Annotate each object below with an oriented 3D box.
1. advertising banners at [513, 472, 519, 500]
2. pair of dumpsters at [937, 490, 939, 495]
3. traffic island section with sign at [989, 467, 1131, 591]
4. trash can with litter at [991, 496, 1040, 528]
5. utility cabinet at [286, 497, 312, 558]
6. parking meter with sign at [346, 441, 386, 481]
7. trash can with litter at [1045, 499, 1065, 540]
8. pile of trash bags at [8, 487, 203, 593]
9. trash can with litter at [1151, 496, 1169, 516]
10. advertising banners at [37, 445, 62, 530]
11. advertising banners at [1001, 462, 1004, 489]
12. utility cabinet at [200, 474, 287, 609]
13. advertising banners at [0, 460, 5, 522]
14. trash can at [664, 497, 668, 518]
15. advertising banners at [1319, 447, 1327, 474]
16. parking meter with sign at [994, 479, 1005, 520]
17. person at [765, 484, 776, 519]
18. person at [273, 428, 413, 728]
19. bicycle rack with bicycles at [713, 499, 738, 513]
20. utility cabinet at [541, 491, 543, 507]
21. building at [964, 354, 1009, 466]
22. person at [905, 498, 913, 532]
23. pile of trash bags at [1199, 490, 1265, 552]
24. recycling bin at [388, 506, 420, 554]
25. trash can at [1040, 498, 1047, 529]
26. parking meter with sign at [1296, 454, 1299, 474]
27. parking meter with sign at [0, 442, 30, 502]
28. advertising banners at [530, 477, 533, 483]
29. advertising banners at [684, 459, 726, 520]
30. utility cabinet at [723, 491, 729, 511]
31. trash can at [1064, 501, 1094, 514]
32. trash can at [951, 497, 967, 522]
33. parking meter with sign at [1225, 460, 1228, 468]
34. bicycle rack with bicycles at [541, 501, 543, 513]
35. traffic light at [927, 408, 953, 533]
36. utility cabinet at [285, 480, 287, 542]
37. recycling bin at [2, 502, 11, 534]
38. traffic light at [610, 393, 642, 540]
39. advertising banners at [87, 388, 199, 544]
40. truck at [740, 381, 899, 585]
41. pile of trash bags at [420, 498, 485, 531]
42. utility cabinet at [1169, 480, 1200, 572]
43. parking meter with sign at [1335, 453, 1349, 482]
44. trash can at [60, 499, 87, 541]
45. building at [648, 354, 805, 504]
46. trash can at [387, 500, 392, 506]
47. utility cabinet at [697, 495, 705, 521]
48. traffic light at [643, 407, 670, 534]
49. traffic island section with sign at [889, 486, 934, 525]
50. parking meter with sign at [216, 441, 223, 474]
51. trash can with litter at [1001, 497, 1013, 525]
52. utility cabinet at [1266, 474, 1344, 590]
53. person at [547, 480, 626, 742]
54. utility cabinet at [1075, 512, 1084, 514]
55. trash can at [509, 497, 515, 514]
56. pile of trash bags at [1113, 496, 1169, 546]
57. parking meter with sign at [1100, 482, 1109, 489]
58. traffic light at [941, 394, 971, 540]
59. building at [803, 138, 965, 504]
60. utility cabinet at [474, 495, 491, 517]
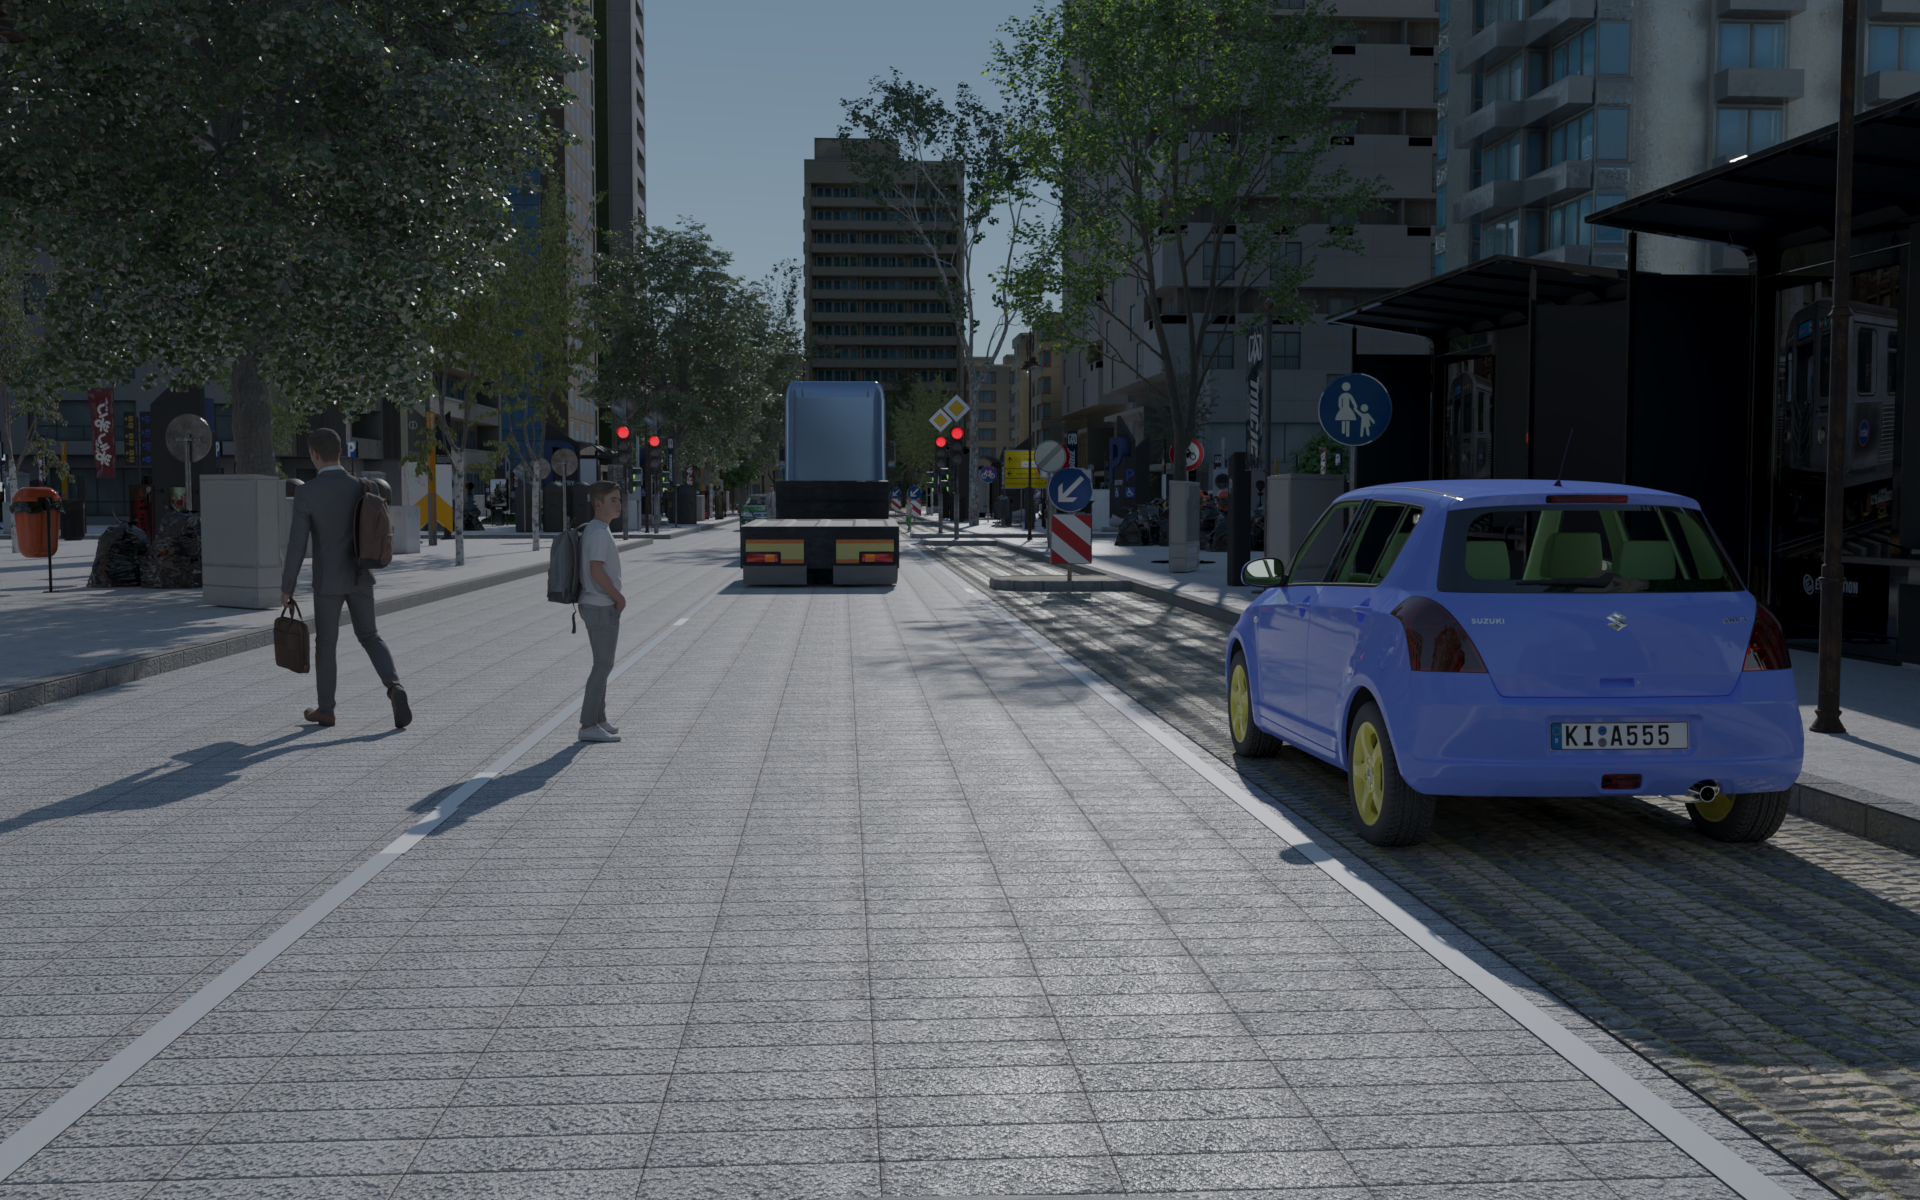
[{"bbox_3d":[-32.398,-7.793,123.605,2.074,3.025,0.090,0,4,3],"label":"advertising banners"},{"bbox_3d":[-0.501,-6.455,108.037,1.574,2.255,4.437,0,4,-4],"label":"pair of dumpsters"},{"bbox_3d":[1.471,-1.080,26.292,1.989,1.847,2.006,0,4,-4],"label":"traffic island section with sign"},{"bbox_3d":[2.095,-3.436,67.228,2.233,1.210,1.678,-1,4,-13],"label":"trash can with litter"},{"bbox_3d":[-13.493,-1.437,34.658,1.020,1.237,0.306,-2,4,-24],"label":"utility cabinet"},{"bbox_3d":[-19.608,-3.778,58.036,0.543,3.016,1.738,3,4,37],"label":"parking meter with sign"},{"bbox_3d":[2.742,-2.198,47.317,0.624,1.170,1.055,-2,4,-23],"label":"trash can with litter"},{"bbox_3d":[-11.281,-0.861,23.823,1.912,1.369,3.447,2,4,32],"label":"pile of trash bags"},{"bbox_3d":[5.238,-2.241,48.022,0.624,1.170,1.055,-3,4,-38],"label":"trash can with litter"},{"bbox_3d":[-32.319,-3.992,61.462,0.090,3.025,2.074,0,4,-8],"label":"advertising banners"},{"bbox_3d":[2.927,-6.057,95.213,2.074,3.025,0.090,-3,5,-44],"label":"advertising banners"},{"bbox_3d":[-8.099,-0.663,19.522,1.173,1.500,0.318,3,4,38],"label":"utility cabinet"},{"bbox_3d":[-49.079,-5.726,89.808,0.090,3.025,2.074,0,4,5],"label":"advertising banners"},{"bbox_3d":[-15.548,-4.979,93.065,0.748,1.137,0.748,0,3,0],"label":"trash can"},{"bbox_3d":[13.966,-4.198,64.817,0.090,3.025,2.074,3,5,44],"label":"advertising banners"},{"bbox_3d":[2.551,-5.514,86.417,1.738,3.016,0.543,1,4,19],"label":"parking meter with sign"},{"bbox_3d":[-7.066,-3.455,65.267,0.678,1.792,0.850,1,4,12],"label":"person"},{"bbox_3d":[-3.776,-0.129,10.571,0.822,1.834,0.622,3,4,38],"label":"person"},{"bbox_3d":[-16.099,-6.527,120.091,2.852,0.926,2.925,1,4,16],"label":"bicycle rack with bicycles"},{"bbox_3d":[-27.525,-6.385,113.079,1.173,1.500,0.318,1,4,13],"label":"utility cabinet"},{"bbox_3d":[14.308,-24.464,245.027,28.899,21.520,27.650,0,4,-4],"label":"building"},{"bbox_3d":[-1.898,-3.177,64.699,0.306,1.304,0.590,1,4,17],"label":"person"},{"bbox_3d":[6.322,-1.845,39.925,1.912,1.369,3.447,0,4,-2],"label":"pile of trash bags"},{"bbox_3d":[-12.130,-1.517,37.359,0.722,1.027,0.722,0,4,8],"label":"recycling bin"},{"bbox_3d":[3.314,-3.201,63.988,0.748,1.137,0.748,0,3,0],"label":"trash can"},{"bbox_3d":[15.657,-4.885,76.133,1.738,3.016,0.543,1,4,15],"label":"parking meter with sign"},{"bbox_3d":[-31.901,-3.817,58.662,0.543,3.016,1.738,1,4,19],"label":"parking meter with sign"},{"bbox_3d":[-30.018,-7.850,124.531,0.090,3.025,2.074,3,4,36],"label":"advertising banners"},{"bbox_3d":[-12.840,-5.562,87.122,2.074,3.025,0.090,0,4,1],"label":"advertising banners"},{"bbox_3d":[-17.336,-7.322,128.391,0.318,1.500,1.173,0,4,-2],"label":"utility cabinet"},{"bbox_3d":[2.628,-1.642,38.498,0.748,1.137,0.748,0,3,0],"label":"trash can"},{"bbox_3d":[-0.066,-4.678,88.146,0.748,1.137,0.748,0,3,0],"label":"trash can"},{"bbox_3d":[13.597,-5.670,88.963,0.543,3.016,1.738,-1,4,-12],"label":"parking meter with sign"},{"bbox_3d":[-23.764,-5.311,100.209,2.925,0.926,2.852,1,4,14],"label":"bicycle rack with bicycles"},{"bbox_3d":[-0.658,-4.151,56.784,0.839,4.253,0.868,0,4,-4],"label":"traffic light"},{"bbox_3d":[-10.981,-1.097,26.615,1.173,1.500,0.318,0,4,6],"label":"utility cabinet"},{"bbox_3d":[-30.364,-2.653,55.930,0.722,1.027,0.722,0,4,7],"label":"recycling bin"},{"bbox_3d":[-9.304,-3.624,48.178,0.839,4.253,0.868,0,4,-4],"label":"traffic light"},{"bbox_3d":[-13.396,-1.969,28.388,2.074,3.025,0.090,1,4,15],"label":"advertising banners"},{"bbox_3d":[-2.658,-2.806,35.632,2.967,4.110,18.799,0,4,-3],"label":"truck"},{"bbox_3d":[-18.275,-3.131,60.939,3.447,1.369,1.912,3,5,42],"label":"pile of trash bags"},{"bbox_3d":[3.719,-1.217,28.584,0.318,1.500,1.173,1,4,18],"label":"utility cabinet"},{"bbox_3d":[16.894,-4.742,73.798,1.738,3.016,0.543,-1,4,-11],"label":"parking meter with sign"},{"bbox_3d":[-24.532,-2.215,47.875,0.748,1.137,0.748,0,3,0],"label":"trash can"},{"bbox_3d":[-36.033,-24.217,240.994,28.899,21.520,27.650,0,4,-4],"label":"building"},{"bbox_3d":[-13.383,-1.711,39.633,0.748,1.137,0.748,0,3,0],"label":"trash can"},{"bbox_3d":[-12.617,-4.348,82.250,1.020,1.237,0.306,2,4,28],"label":"utility cabinet"},{"bbox_3d":[-9.847,-4.112,56.145,0.839,4.253,0.868,0,4,-4],"label":"traffic light"},{"bbox_3d":[-2.279,-4.454,81.444,1.989,1.847,2.006,0,4,-4],"label":"traffic island section with sign"},{"bbox_3d":[-24.892,-3.667,56.219,1.738,3.016,0.543,-3,4,-39],"label":"parking meter with sign"},{"bbox_3d":[1.814,-3.556,69.522,0.624,1.170,1.055,0,4,1],"label":"trash can with litter"},{"bbox_3d":[3.841,-0.650,19.302,0.318,1.500,1.173,3,5,41],"label":"utility cabinet"},{"bbox_3d":[-2.104,0.062,10.081,0.503,1.515,0.523,3,4,38],"label":"person"},{"bbox_3d":[4.806,-3.703,71.702,0.306,1.237,1.020,2,4,33],"label":"utility cabinet"},{"bbox_3d":[-20.503,-4.187,80.106,0.748,1.137,0.748,0,3,0],"label":"trash can"},{"bbox_3d":[5.410,-2.083,43.806,1.912,1.369,3.447,2,4,34],"label":"pile of trash bags"},{"bbox_3d":[9.642,-7.243,114.679,1.738,3.016,0.543,1,4,10],"label":"parking meter with sign"},{"bbox_3d":[-0.116,-3.663,48.818,0.839,4.253,0.868,0,4,-4],"label":"traffic light"},{"bbox_3d":[-10.644,-37.631,238.974,21.600,48.544,21.300,0,4,-4],"label":"building"},{"bbox_3d":[-27.244,-5.370,98.960,1.020,1.237,0.306,1,4,13],"label":"utility cabinet"}]
